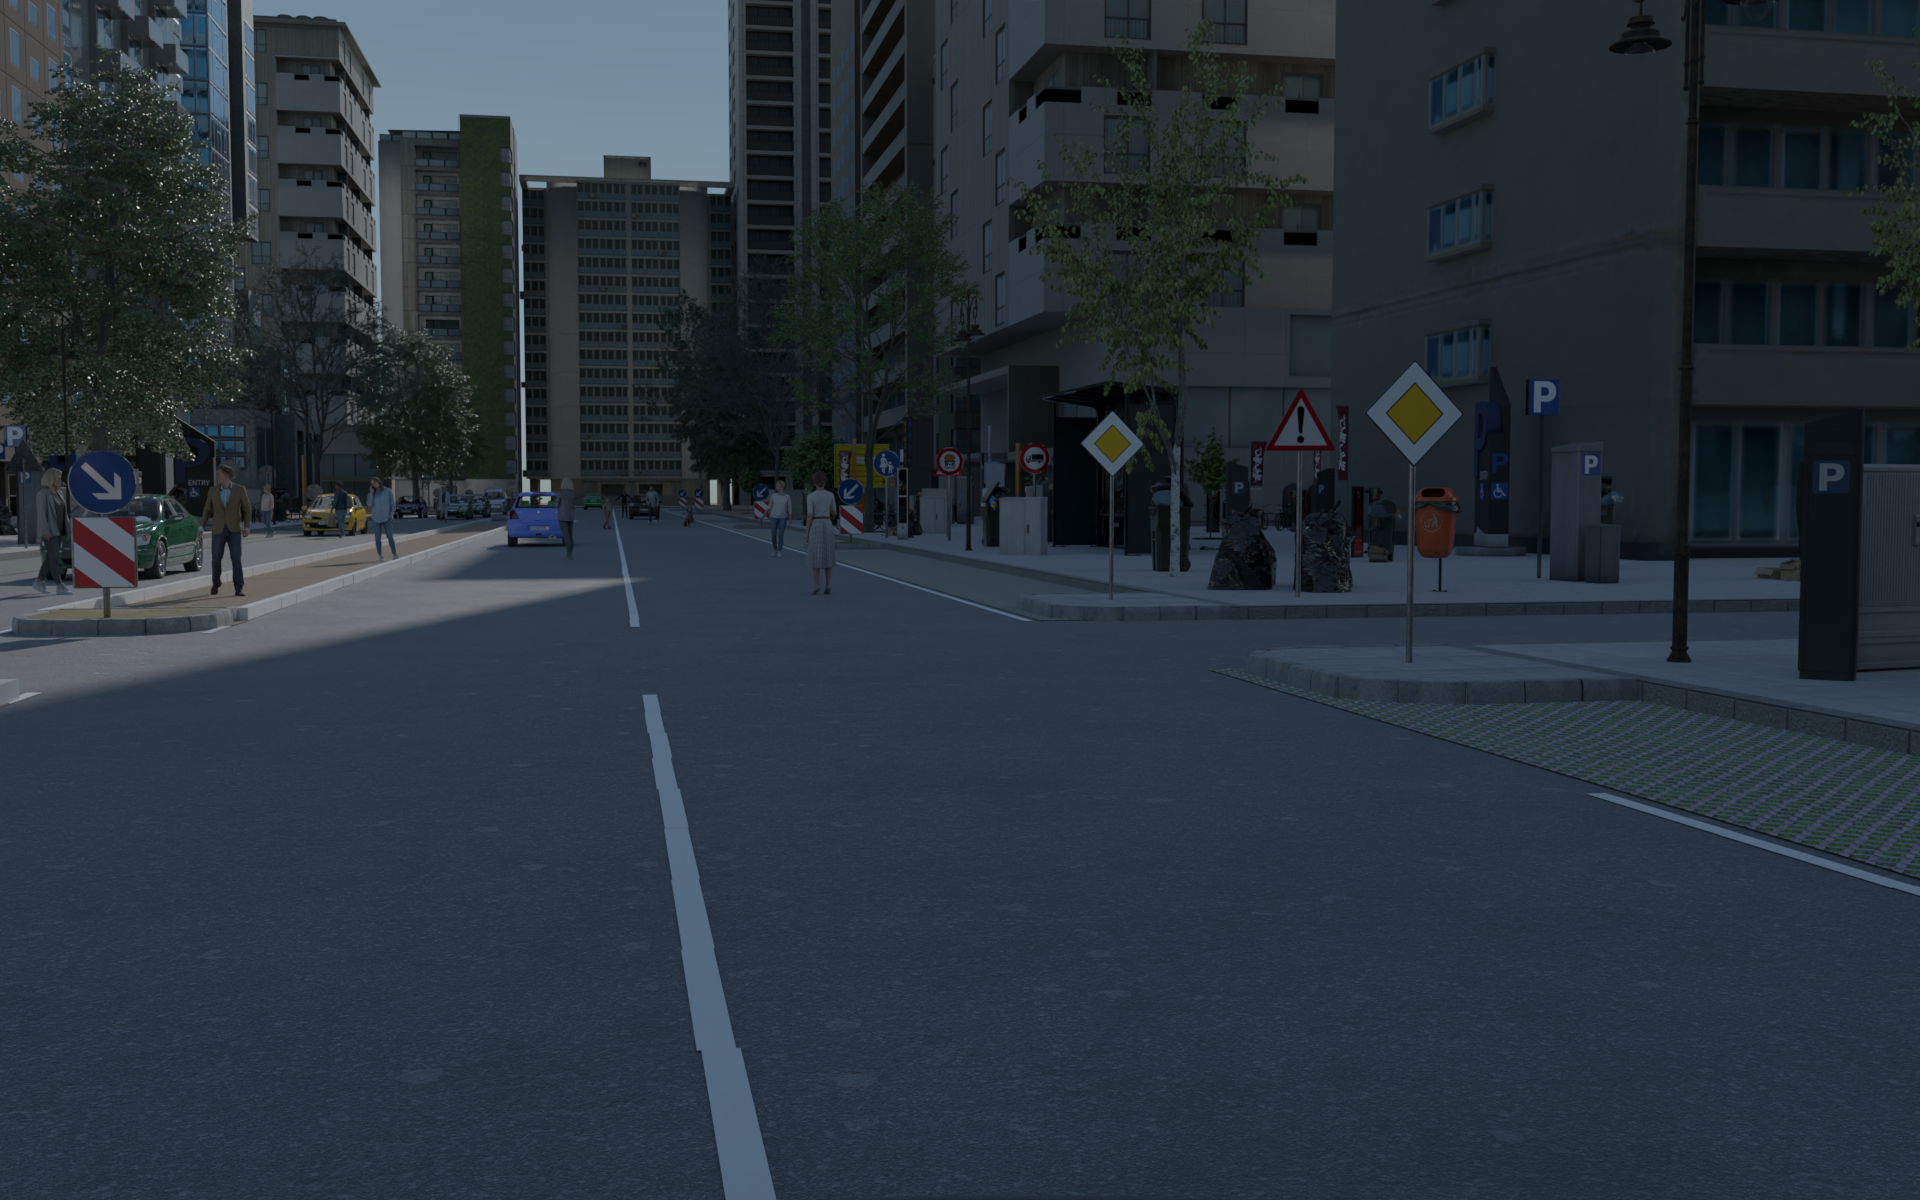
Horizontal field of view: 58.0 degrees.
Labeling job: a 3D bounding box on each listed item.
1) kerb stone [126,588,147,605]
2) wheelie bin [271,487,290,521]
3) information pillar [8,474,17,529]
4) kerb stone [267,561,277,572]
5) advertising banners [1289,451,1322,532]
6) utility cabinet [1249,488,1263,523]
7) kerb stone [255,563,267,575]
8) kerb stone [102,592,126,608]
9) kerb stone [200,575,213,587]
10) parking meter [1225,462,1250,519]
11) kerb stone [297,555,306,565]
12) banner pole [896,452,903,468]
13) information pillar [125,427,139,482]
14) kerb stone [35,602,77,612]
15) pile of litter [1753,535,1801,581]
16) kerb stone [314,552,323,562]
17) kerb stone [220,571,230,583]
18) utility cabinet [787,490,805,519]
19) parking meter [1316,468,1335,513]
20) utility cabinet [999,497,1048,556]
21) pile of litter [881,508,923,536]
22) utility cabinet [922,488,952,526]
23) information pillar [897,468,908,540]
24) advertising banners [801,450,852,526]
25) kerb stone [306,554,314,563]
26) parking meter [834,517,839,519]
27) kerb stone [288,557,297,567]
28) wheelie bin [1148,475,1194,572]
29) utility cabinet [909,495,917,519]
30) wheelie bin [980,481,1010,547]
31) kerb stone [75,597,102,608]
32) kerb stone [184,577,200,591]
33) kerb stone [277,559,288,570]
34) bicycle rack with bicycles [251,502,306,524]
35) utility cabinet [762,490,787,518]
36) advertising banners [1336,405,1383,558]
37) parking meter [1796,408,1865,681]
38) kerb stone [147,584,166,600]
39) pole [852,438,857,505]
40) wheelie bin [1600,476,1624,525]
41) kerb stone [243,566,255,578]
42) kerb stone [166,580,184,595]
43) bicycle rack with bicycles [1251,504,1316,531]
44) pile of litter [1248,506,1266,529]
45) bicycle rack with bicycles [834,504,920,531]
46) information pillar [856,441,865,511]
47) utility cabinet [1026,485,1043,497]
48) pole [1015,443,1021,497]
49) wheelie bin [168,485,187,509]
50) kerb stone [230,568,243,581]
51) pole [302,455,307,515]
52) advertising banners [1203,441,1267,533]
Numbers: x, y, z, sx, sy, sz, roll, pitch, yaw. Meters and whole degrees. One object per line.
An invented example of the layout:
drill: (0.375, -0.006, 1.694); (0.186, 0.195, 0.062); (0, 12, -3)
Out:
kerb stone: (-10.869, -0.028, 22.651); (0.120, 0.150, 1.000); (-1, 4, -11)
wheelie bin: (-32.377, -4.556, 82.401); (0.980, 1.594, 0.693); (-2, 4, -28)
information pillar: (-35.218, -3.671, 64.509); (0.304, 2.012, 0.304); (-1, 4, -11)
kerb stone: (-12.706, -0.582, 31.712); (0.120, 0.150, 1.000); (-1, 4, -11)
advertising banners: (11.463, -3.744, 57.398); (0.090, 3.025, 2.074); (-1, 4, -17)
utility cabinet: (10.897, -3.491, 65.760); (1.173, 1.500, 0.318); (-1, 4, -14)
kerb stone: (-12.495, -0.521, 30.707); (0.120, 0.150, 1.000); (-1, 4, -11)
kerb stone: (-10.666, 0.033, 21.649); (0.120, 0.150, 1.000); (-1, 4, -11)
kerb stone: (-11.695, -0.274, 26.673); (0.120, 0.150, 1.000); (-1, 4, -11)
parking meter: (5.005, -1.561, 31.234); (0.399, 1.863, 0.255); (0, 4, -5)
kerb stone: (-13.312, -0.767, 34.730); (0.120, 0.150, 1.000); (-1, 4, -11)
banner pole: (-2.887, -6.087, 89.543); (0.863, 3.779, 0.401); (0, 4, -6)
information pillar: (-27.329, -4.023, 57.137); (0.504, 3.616, 0.183); (1, 4, 17)
kerb stone: (-10.264, 0.159, 19.642); (0.120, 0.150, 1.000); (-1, 4, -11)
pile of litter: (12.574, -0.739, 26.041); (1.176, 0.858, 1.719); (2, 4, 33)
kerb stone: (-13.718, -0.889, 36.734); (0.120, 0.150, 1.000); (-1, 4, -11)
kerb stone: (-11.889, -0.329, 27.680); (0.120, 0.150, 1.000); (-1, 4, -11)
utility cabinet: (-8.584, -4.953, 89.656); (1.173, 1.500, 0.318); (-3, 4, -36)
parking meter: (8.329, -2.068, 39.519); (0.255, 1.863, 0.399); (-2, 4, -28)
utility cabinet: (1.328, -1.547, 36.450); (1.020, 1.237, 0.306); (2, 4, 32)
pile of litter: (-1.833, -2.432, 53.730); (1.176, 0.858, 1.719); (3, 5, 43)
utility cabinet: (-0.912, -3.645, 68.273); (1.173, 1.500, 0.318); (0, 3, 0)
information pillar: (-1.618, -2.704, 48.706); (0.304, 2.012, 0.304); (0, 4, -5)
advertising banners: (-5.333, -4.468, 69.235); (2.074, 3.025, 0.090); (0, 4, 4)
kerb stone: (-13.520, -0.828, 35.731); (0.120, 0.150, 1.000); (-1, 4, -11)
parking meter: (-6.191, -4.840, 87.550); (0.372, 1.533, 0.369); (0, 3, 0)
kerb stone: (-13.114, -0.705, 33.720); (0.120, 0.150, 1.000); (-1, 4, -11)
wheelie bin: (3.490, -1.278, 28.798); (0.693, 1.594, 0.980); (0, 4, -5)
utility cabinet: (-2.204, -4.755, 88.899); (0.306, 1.237, 1.020); (2, 4, 33)
wheelie bin: (0.878, -2.109, 42.393); (0.693, 1.594, 0.980); (-1, 4, -11)
kerb stone: (-10.466, 0.095, 20.646); (0.120, 0.150, 1.000); (-1, 4, -11)
kerb stone: (-11.488, -0.212, 25.672); (0.120, 0.150, 1.000); (-1, 4, -11)
kerb stone: (-12.905, -0.643, 32.717); (0.120, 0.150, 1.000); (-1, 4, -11)
bicycle rack with bicycles: (-30.964, -3.962, 78.167); (2.925, 0.926, 2.852); (3, 4, 37)
utility cabinet: (-9.593, -4.893, 88.673); (1.173, 1.500, 0.318); (1, 4, 9)
advertising banners: (8.060, -2.373, 34.994); (0.090, 3.025, 2.074); (3, 5, 39)
parking meter: (6.011, -0.384, 11.992); (0.399, 1.863, 0.255); (2, 4, 31)
kerb stone: (-11.073, -0.090, 23.662); (0.120, 0.150, 1.000); (-1, 4, -11)
pole: (-3.831, -4.221, 62.862); (0.158, 3.312, 0.155); (0, 3, 0)
wheelie bin: (11.038, -1.361, 30.158); (0.980, 1.594, 0.693); (1, 4, 9)
kerb stone: (-12.294, -0.458, 29.691); (0.120, 0.150, 1.000); (-1, 4, -11)
kerb stone: (-11.279, -0.151, 24.668); (0.120, 0.150, 1.000); (-1, 4, -11)
bicycle rack with bicycles: (11.692, -2.907, 60.911); (2.852, 0.926, 2.925); (0, 4, -7)
pile of litter: (10.675, -3.056, 63.924); (1.176, 0.858, 1.719); (-1, 4, -20)
bicycle rack with bicycles: (-2.681, -2.903, 60.839); (2.925, 0.926, 2.852); (1, 4, 14)
information pillar: (-4.239, -4.958, 72.416); (0.504, 3.616, 0.183); (-1, 4, -19)
utility cabinet: (1.903, -2.206, 44.744); (0.318, 1.500, 1.173); (0, 4, -5)
pole: (2.324, -4.606, 69.157); (0.158, 3.312, 0.155); (0, 3, 0)
wheelie bin: (-25.862, -3.013, 57.170); (0.693, 1.594, 0.980); (-2, 4, -28)
kerb stone: (-12.088, -0.396, 28.690); (0.120, 0.150, 1.000); (-1, 4, -11)
pole: (-34.264, -5.914, 90.529); (0.158, 3.312, 0.155); (0, 3, 0)
advertising banners: (9.161, -3.760, 57.665); (2.074, 3.025, 0.090); (0, 4, 1)
